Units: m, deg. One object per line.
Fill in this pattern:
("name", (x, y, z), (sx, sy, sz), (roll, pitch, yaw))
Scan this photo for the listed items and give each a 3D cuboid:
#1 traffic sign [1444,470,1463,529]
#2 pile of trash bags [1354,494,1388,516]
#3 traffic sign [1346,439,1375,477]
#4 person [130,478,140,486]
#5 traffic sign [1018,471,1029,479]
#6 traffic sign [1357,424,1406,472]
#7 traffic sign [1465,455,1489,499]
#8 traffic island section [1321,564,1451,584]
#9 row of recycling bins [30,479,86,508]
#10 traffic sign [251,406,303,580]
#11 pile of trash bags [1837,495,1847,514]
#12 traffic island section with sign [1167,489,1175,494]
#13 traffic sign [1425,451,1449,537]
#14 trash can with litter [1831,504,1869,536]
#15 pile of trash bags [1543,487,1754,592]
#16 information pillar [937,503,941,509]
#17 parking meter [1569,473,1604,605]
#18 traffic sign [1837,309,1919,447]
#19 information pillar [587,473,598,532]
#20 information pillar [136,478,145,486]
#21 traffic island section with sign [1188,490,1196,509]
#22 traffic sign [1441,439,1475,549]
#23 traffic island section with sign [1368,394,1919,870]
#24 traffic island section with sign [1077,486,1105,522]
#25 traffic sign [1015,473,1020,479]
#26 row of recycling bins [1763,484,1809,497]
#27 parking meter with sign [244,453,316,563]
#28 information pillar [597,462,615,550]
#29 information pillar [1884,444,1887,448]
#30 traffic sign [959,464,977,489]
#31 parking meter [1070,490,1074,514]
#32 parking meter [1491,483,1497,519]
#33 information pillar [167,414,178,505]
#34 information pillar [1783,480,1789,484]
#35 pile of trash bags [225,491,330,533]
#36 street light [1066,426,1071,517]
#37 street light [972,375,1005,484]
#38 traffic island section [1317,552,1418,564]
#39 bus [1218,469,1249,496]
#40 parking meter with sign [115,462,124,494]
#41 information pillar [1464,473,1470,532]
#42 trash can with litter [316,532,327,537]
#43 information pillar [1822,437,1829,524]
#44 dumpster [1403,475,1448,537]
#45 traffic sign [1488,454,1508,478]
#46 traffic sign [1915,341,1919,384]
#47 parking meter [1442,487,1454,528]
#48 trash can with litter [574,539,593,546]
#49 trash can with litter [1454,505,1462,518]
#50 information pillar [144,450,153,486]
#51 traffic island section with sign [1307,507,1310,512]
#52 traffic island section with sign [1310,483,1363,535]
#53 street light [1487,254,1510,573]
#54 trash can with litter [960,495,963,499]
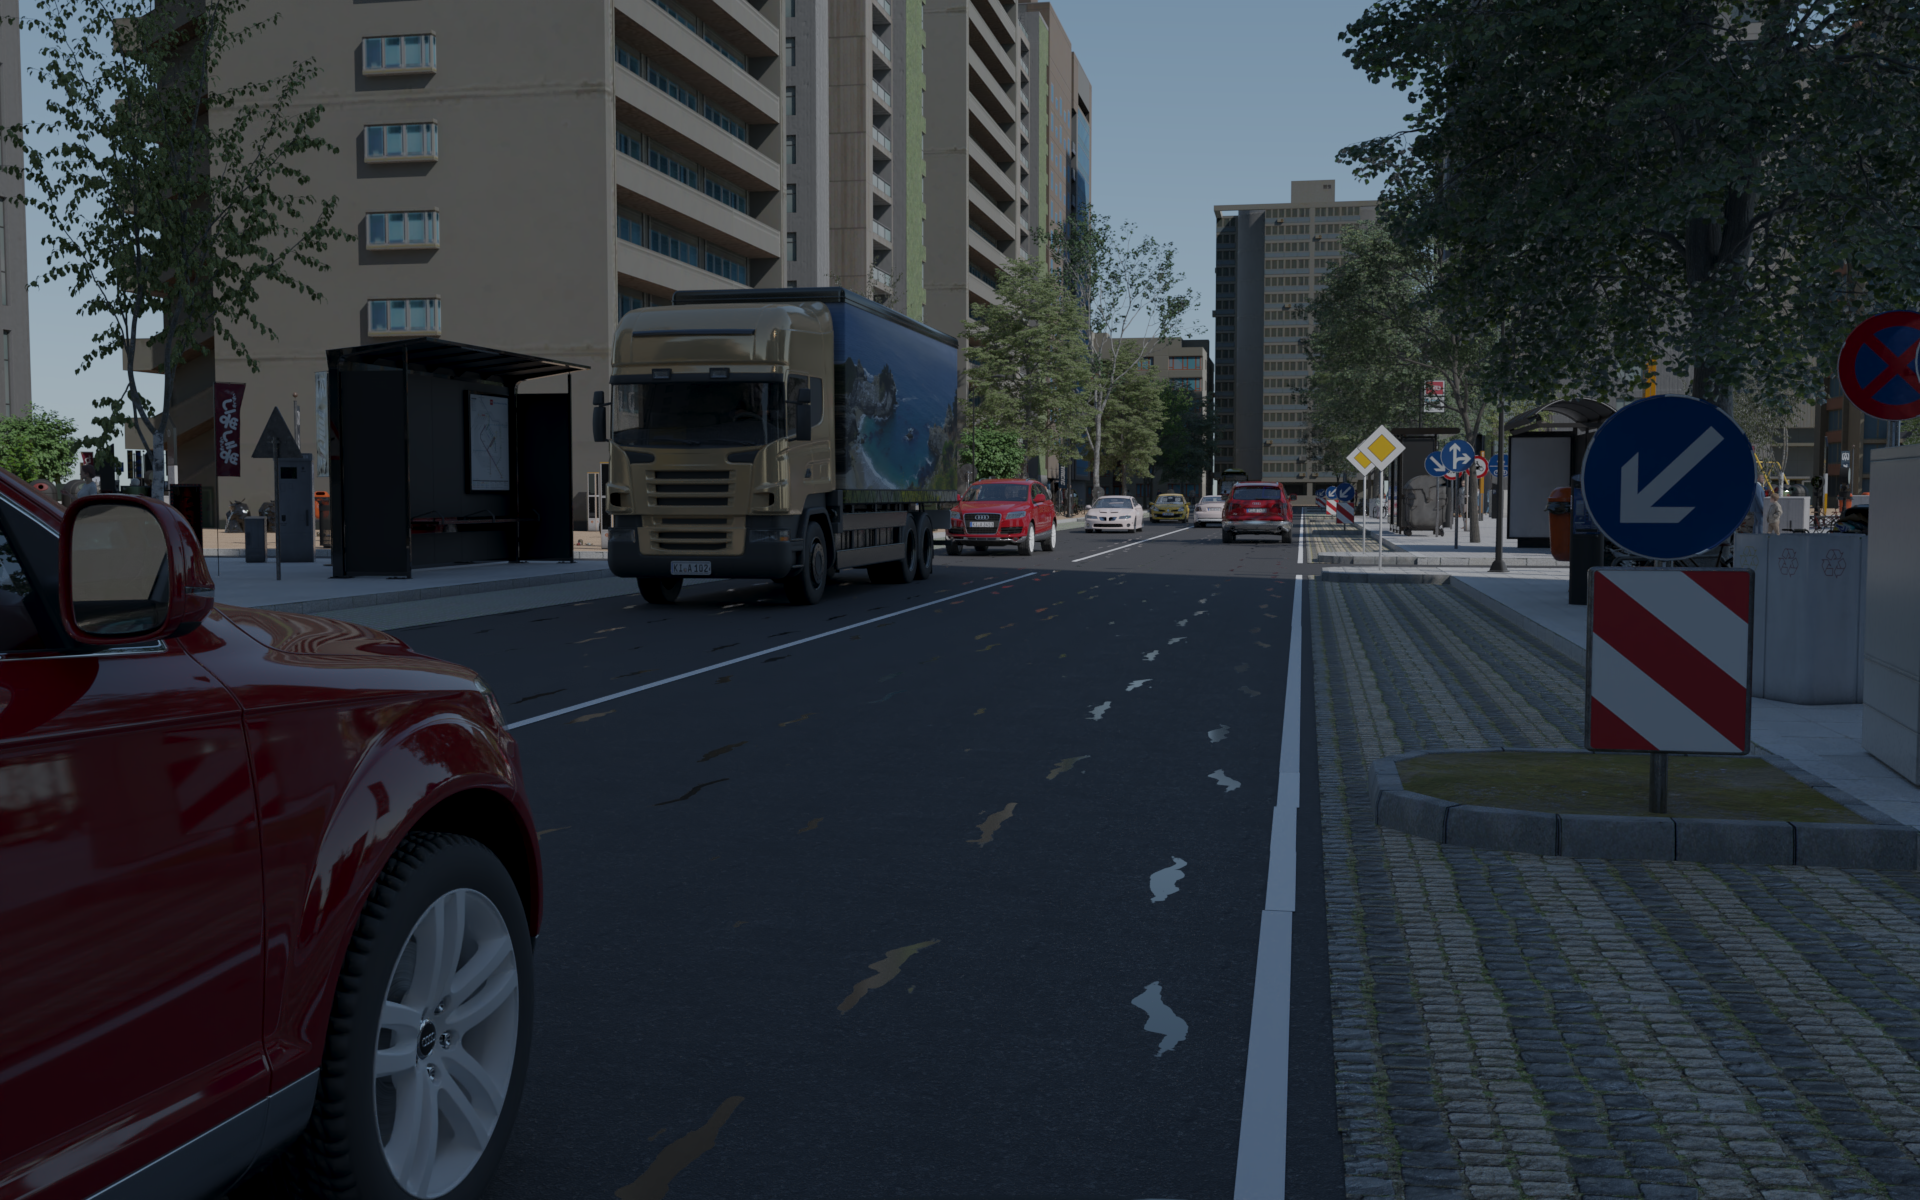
("traffic sign", (17.794, -3.826, 62.661), (0.768, 2.556, 0.104), (1, 4, 12))
("pile of trash bags", (24.542, -5.664, 102.365), (1.912, 1.369, 3.447), (2, 4, 28))
("traffic sign", (8.601, -2.114, 36.749), (0.795, 2.593, 0.064), (1, 4, 11))
("person", (-17.582, -1.719, 37.099), (0.515, 1.767, 0.782), (3, 5, 45))
("traffic sign", (3.331, -5.702, 93.333), (0.768, 2.556, 0.104), (1, 4, 14))
("traffic sign", (7.048, -1.635, 28.916), (0.795, 2.593, 0.064), (1, 4, 11))
("traffic sign", (17.004, -3.482, 57.034), (0.768, 2.556, 0.104), (1, 4, 12))
("traffic island section", (7.073, -0.411, 28.994), (2.009, 0.180, 2.903), (1, 4, 11))
("row of recycling bins", (-25.686, -2.468, 47.468), (3.534, 1.692, 1.069), (-2, 4, -34))
("traffic sign", (-10.135, -1.571, 25.690), (0.884, 2.594, 0.081), (1, 4, 15))
("pile of trash bags", (38.306, -3.801, 71.897), (3.447, 1.369, 1.912), (1, 4, 22))
("traffic island section with sign", (16.948, -7.969, 138.922), (1.989, 1.847, 2.006), (1, 4, 11))
("traffic sign", (14.177, -3.138, 51.416), (0.768, 2.556, 0.104), (1, 4, 20))
("trash can with litter", (10.284, -0.503, 19.618), (0.624, 1.170, 1.055), (3, 4, 38))
("pile of trash bags", (8.685, -0.764, 22.247), (3.447, 1.369, 1.912), (-3, 4, -37))
("information pillar", (-1.185, -5.150, 88.700), (0.304, 2.012, 0.304), (-2, 4, -23))
("parking meter", (7.273, -0.714, 20.092), (0.372, 1.533, 0.369), (0, 3, 0))
("traffic sign", (6.495, -0.732, 12.076), (0.768, 2.556, 0.104), (1, 4, 14))
("information pillar", (-12.503, -3.340, 59.096), (0.304, 2.012, 0.304), (1, 4, 11))
("information pillar", (-36.731, -4.474, 77.640), (0.304, 2.012, 0.304), (0, 4, 0))
("traffic island section with sign", (22.299, -9.619, 165.892), (1.989, 1.847, 2.006), (1, 4, 11))
("traffic sign", (11.612, -2.468, 40.459), (0.768, 2.556, 0.104), (1, 4, 16))
("traffic island section with sign", (2.854, 0.059, 7.661), (1.989, 1.847, 2.006), (1, 4, 11))
("traffic island section with sign", (7.171, -4.957, 89.679), (1.989, 1.847, 2.006), (1, 4, 11))
("traffic sign", (2.781, -5.526, 90.463), (0.768, 2.556, 0.104), (1, 4, 13))
("row of recycling bins", (34.265, -4.010, 72.678), (1.069, 1.692, 3.534), (-1, 4, -11))
("parking meter with sign", (-12.507, -2.217, 32.512), (1.738, 3.016, 0.543), (-1, 4, -15))
("information pillar", (-8.120, -2.177, 40.086), (0.304, 2.012, 0.304), (1, 4, 14))
("information pillar", (41.639, -5.301, 78.025), (0.504, 3.616, 0.183), (-2, 4, -30))
("traffic sign", (0.335, -4.414, 72.268), (0.768, 2.556, 0.104), (1, 4, 13))
("parking meter", (7.179, -6.332, 111.947), (0.372, 1.533, 0.369), (0, 3, 0))
("parking meter", (27.754, -5.135, 89.674), (0.255, 1.863, 0.399), (-2, 4, -33))
("information pillar", (-23.057, -3.631, 50.720), (0.504, 3.616, 0.183), (3, 5, 44))
("information pillar", (42.462, -5.179, 89.174), (0.304, 2.012, 0.304), (3, 5, 42))
("pile of trash bags", (-22.802, -2.940, 57.818), (3.447, 1.369, 1.912), (-1, 4, -13))
("street light", (6.513, -7.506, 95.264), (1.470, 5.913, 1.316), (1, 4, 11))
("street light", (1.058, -5.814, 67.607), (1.470, 5.913, 1.316), (1, 4, 11))
("traffic island section", (8.626, -0.890, 36.827), (2.009, 0.180, 2.903), (1, 4, 11))
("bus", (27.098, -10.968, 170.875), (2.896, 3.916, 12.252), (1, 4, 10))
("parking meter with sign", (-45.733, -5.949, 93.526), (0.543, 3.016, 1.738), (0, 4, -5))
("information pillar", (17.422, -3.345, 59.186), (0.304, 2.012, 0.304), (0, 4, -3))
("trash can with litter", (-18.645, -2.511, 52.108), (2.233, 1.210, 1.678), (0, 4, 5))
("information pillar", (35.289, -4.848, 70.617), (0.183, 3.616, 0.504), (1, 4, 19))
("dumpster", (14.201, -2.880, 52.854), (1.264, 1.857, 1.865), (1, 4, 11))
("traffic sign", (16.853, -3.298, 54.020), (0.768, 2.556, 0.104), (1, 4, 19))
("traffic sign", (6.749, -0.698, 11.520), (0.768, 2.556, 0.104), (1, 4, 21))
("parking meter", (18.544, -3.515, 65.888), (0.372, 1.533, 0.369), (0, 3, 0))
("trash can with litter", (-9.890, -1.955, 43.017), (1.678, 1.210, 2.233), (3, 4, 36))
("trash can with litter", (27.531, -5.138, 95.062), (1.678, 1.210, 2.233), (1, 4, 14))
("information pillar", (-39.762, -5.725, 84.962), (0.183, 3.616, 0.504), (1, 4, 15))
("traffic island section with sign", (18.672, -4.818, 87.397), (1.989, 1.847, 2.006), (1, 4, 11))
("traffic island section with sign", (13.426, -3.200, 60.956), (1.989, 1.847, 2.006), (1, 4, 11))
("street light", (8.327, -3.417, 28.414), (1.470, 5.913, 1.316), (1, 4, 11))
("trash can with litter", (0.146, -5.769, 105.381), (1.678, 1.210, 2.233), (0, 4, -1))
